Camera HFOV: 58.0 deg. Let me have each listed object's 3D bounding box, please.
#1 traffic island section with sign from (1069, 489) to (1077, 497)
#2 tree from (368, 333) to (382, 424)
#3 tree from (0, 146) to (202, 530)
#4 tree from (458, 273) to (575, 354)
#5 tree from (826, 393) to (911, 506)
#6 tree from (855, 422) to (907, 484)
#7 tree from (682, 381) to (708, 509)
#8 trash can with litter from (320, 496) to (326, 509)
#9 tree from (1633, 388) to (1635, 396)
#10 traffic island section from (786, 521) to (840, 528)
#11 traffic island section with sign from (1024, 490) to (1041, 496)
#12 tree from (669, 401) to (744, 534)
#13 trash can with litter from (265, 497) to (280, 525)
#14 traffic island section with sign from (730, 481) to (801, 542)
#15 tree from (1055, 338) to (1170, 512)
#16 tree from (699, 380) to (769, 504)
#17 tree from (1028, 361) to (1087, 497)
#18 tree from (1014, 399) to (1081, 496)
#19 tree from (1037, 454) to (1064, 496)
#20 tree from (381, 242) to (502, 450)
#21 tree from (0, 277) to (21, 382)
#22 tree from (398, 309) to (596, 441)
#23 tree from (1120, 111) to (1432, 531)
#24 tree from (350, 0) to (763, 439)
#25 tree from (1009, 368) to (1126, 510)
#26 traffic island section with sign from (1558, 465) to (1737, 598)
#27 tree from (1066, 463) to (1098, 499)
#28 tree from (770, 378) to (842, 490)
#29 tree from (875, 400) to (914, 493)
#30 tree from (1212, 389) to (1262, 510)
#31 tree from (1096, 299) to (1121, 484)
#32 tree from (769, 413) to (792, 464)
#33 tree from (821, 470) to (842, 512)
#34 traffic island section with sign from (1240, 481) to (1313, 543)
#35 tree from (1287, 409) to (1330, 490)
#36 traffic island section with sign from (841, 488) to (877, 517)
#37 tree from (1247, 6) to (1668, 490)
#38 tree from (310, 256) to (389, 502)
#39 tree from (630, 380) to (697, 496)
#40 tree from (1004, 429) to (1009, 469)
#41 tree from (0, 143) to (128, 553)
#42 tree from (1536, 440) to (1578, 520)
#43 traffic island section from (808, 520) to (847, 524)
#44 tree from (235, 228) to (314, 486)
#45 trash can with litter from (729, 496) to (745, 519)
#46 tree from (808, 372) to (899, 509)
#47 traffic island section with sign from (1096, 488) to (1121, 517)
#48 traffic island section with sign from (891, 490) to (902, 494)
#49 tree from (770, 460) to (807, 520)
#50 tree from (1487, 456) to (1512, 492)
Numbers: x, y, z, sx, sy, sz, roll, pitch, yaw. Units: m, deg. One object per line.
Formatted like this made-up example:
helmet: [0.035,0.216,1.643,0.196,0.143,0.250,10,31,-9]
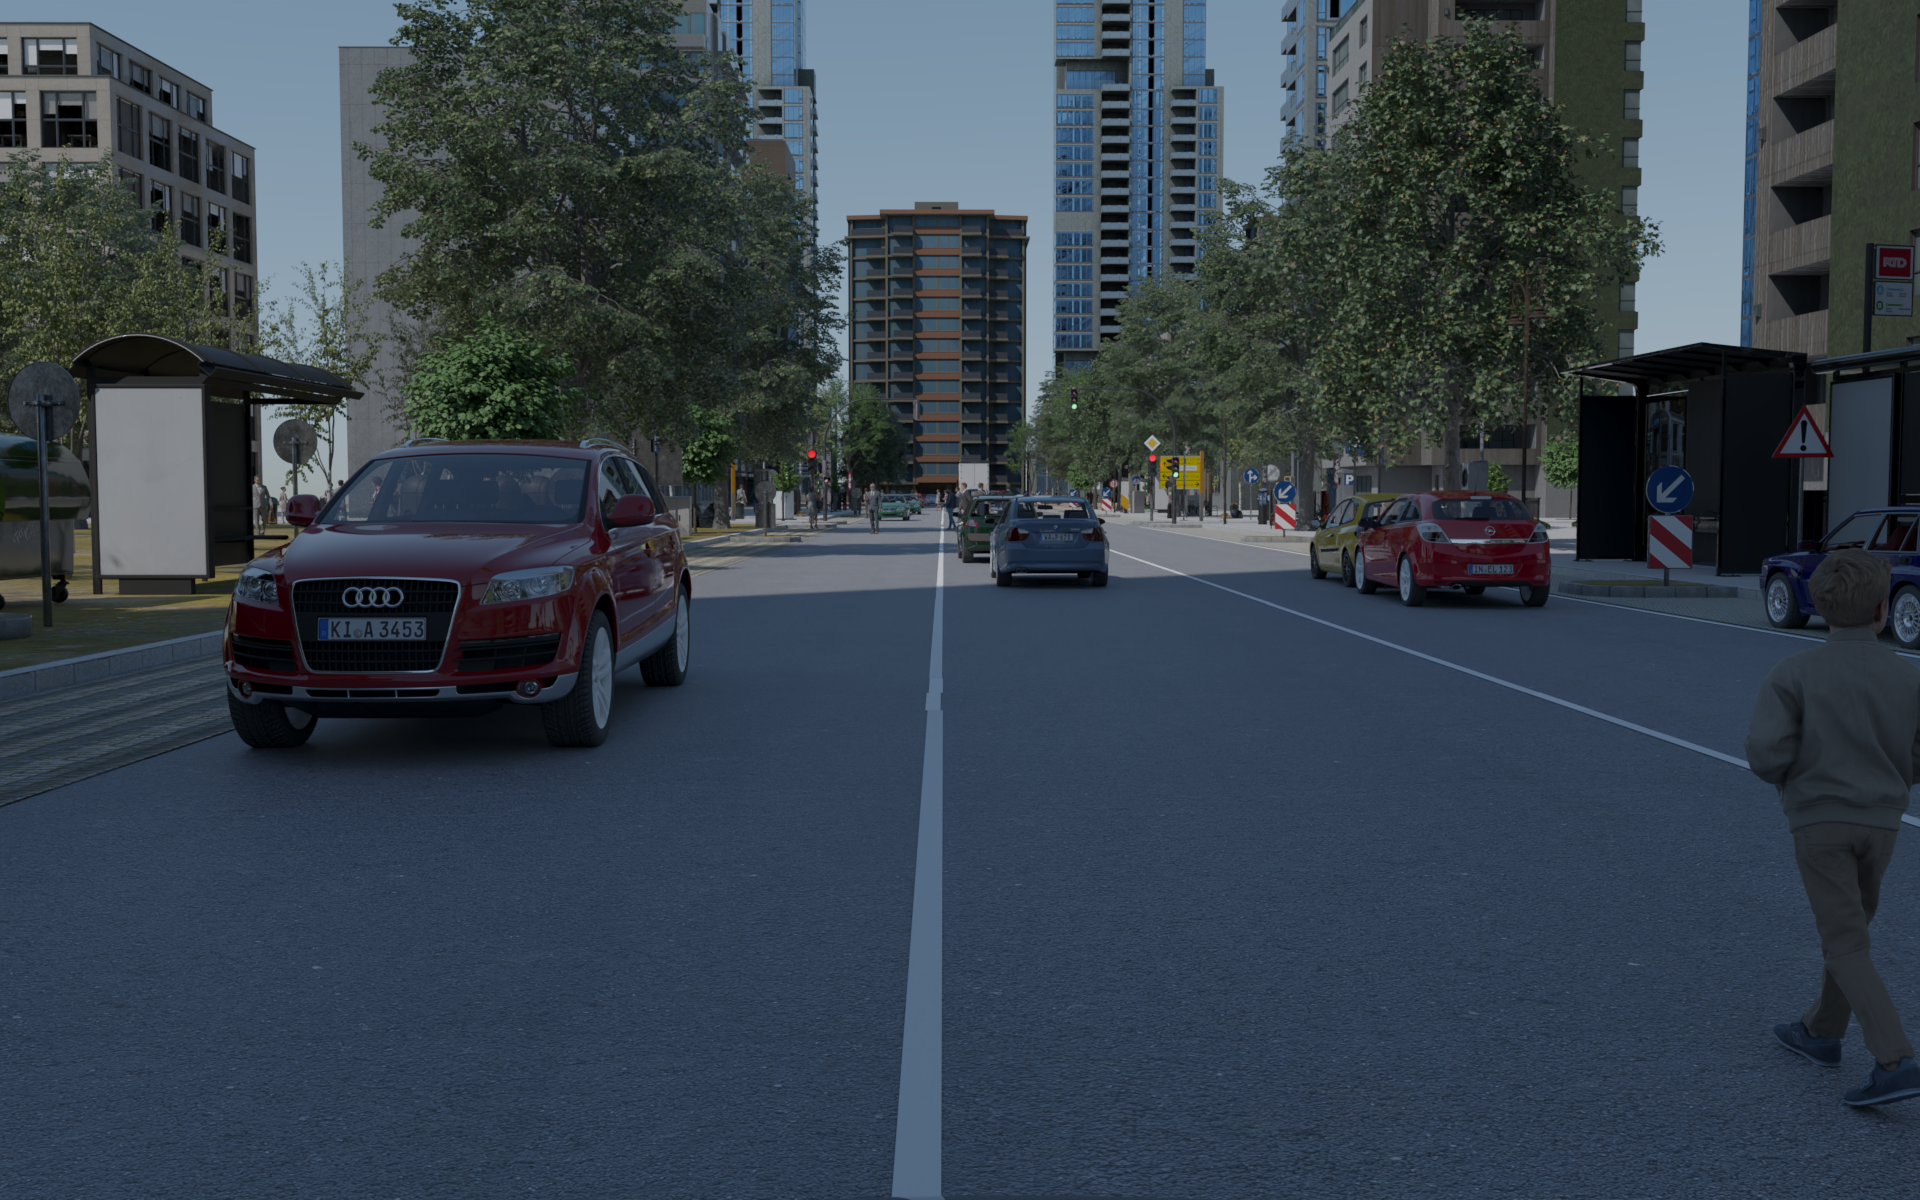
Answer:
traffic island section with sign: [8.644,-7.727,134.957,1.989,1.847,2.006,0,4,-1]
tree: [-18.950,-6.781,61.232,4.360,8.622,3.978,0,3,0]
tree: [-32.162,-9.533,62.515,9.857,13.997,8.962,0,3,0]
tree: [-14.319,-6.468,56.108,4.737,8.622,4.395,0,3,0]
tree: [-10.147,-16.772,191.227,9.611,12.733,9.660,0,3,0]
tree: [-10.296,-16.524,204.583,8.767,10.594,7.601,0,4,2]
tree: [-17.006,-9.991,113.722,4.737,8.622,4.395,0,3,0]
trash can with litter: [-30.288,-4.437,83.594,1.678,1.210,2.233,2,4,28]
tree: [42.496,-9.856,111.510,4.360,8.622,3.978,0,3,0]
traffic island section: [-6.334,-3.176,74.201,2.009,0.180,2.903,0,4,-1]
traffic island section with sign: [8.167,-10.740,184.234,1.989,1.847,2.006,0,4,-1]
tree: [-8.557,-4.445,56.393,4.285,4.588,4.351,0,3,0]
trash can with litter: [-29.028,-3.781,73.204,0.624,1.170,1.055,-2,4,-26]
traffic island section with sign: [-5.791,-2.644,51.855,1.989,1.847,2.006,0,4,-1]
tree: [11.784,-12.847,127.049,9.611,12.733,9.660,0,3,0]
tree: [-14.412,-9.463,105.075,4.360,8.622,3.978,0,3,0]
tree: [11.348,-15.832,165.511,9.857,13.997,8.962,0,3,0]
tree: [11.258,-17.423,195.240,12.009,13.543,11.850,0,3,0]
tree: [11.209,-15.564,204.829,4.360,8.622,3.978,0,3,0]
tree: [-13.981,-6.037,49.072,4.360,8.622,3.978,0,3,0]
tree: [-31.611,-7.098,50.473,7.601,10.594,8.767,-1,4,-10]
tree: [-8.252,-2.889,30.947,4.285,4.588,4.351,0,3,0]
tree: [12.007,-9.360,59.698,9.857,13.997,8.962,0,3,0]
tree: [-8.699,-8.122,39.454,9.857,13.997,8.962,0,3,0]
tree: [11.081,-13.318,143.507,9.928,11.665,9.643,0,3,0]
traffic island section with sign: [9.691,-0.983,24.698,1.989,1.847,2.006,0,4,-1]
tree: [10.782,-10.196,150.420,4.285,4.588,4.351,0,3,0]
tree: [-8.710,-9.195,100.701,4.737,8.622,4.395,0,3,0]
tree: [-10.918,-19.779,230.038,9.857,13.997,8.962,0,3,0]
tree: [18.054,-10.203,117.182,4.737,8.622,4.395,0,3,0]
tree: [12.108,-11.620,96.646,9.857,13.997,8.962,0,3,0]
tree: [-17.328,-12.139,148.842,4.360,8.622,3.978,0,3,0]
tree: [-9.091,-8.061,126.394,1.663,3.219,1.824,0,3,0]
traffic island section with sign: [9.432,-2.631,51.652,1.989,1.847,2.006,0,4,-1]
tree: [23.039,-9.821,110.932,4.360,8.622,3.978,0,3,0]
traffic island section with sign: [-6.321,-6.004,106.791,1.989,1.847,2.006,0,4,-1]
tree: [11.772,-7.601,41.287,9.611,12.733,9.660,0,3,0]
tree: [-19.608,-6.281,53.054,4.737,8.622,4.395,0,3,0]
tree: [-17.119,-9.031,98.025,4.360,8.622,3.978,0,3,0]
tree: [9.745,-18.919,235.076,9.928,11.665,9.643,0,3,0]
tree: [-19.120,-5.325,37.421,4.737,8.622,4.395,0,3,0]
tree: [30.649,-6.320,87.049,4.285,4.588,4.351,0,3,0]
traffic island section: [-6.409,-3.664,82.186,2.009,0.180,2.903,0,4,-1]
tree: [-20.111,-5.836,45.786,4.737,8.622,4.395,0,3,0]
trash can with litter: [-11.448,-4.692,88.106,1.055,1.170,0.624,0,4,4]
tree: [-9.532,-13.635,148.692,9.928,11.665,9.643,0,3,0]
traffic island section with sign: [8.910,-6.049,107.532,1.989,1.847,2.006,0,4,-1]
traffic island section with sign: [-7.297,-12.374,210.943,1.989,1.847,2.006,0,4,-1]
tree: [-8.714,-5.583,85.884,1.663,3.219,1.824,0,3,0]
tree: [27.354,-5.736,88.392,1.663,3.219,1.824,0,3,0]
